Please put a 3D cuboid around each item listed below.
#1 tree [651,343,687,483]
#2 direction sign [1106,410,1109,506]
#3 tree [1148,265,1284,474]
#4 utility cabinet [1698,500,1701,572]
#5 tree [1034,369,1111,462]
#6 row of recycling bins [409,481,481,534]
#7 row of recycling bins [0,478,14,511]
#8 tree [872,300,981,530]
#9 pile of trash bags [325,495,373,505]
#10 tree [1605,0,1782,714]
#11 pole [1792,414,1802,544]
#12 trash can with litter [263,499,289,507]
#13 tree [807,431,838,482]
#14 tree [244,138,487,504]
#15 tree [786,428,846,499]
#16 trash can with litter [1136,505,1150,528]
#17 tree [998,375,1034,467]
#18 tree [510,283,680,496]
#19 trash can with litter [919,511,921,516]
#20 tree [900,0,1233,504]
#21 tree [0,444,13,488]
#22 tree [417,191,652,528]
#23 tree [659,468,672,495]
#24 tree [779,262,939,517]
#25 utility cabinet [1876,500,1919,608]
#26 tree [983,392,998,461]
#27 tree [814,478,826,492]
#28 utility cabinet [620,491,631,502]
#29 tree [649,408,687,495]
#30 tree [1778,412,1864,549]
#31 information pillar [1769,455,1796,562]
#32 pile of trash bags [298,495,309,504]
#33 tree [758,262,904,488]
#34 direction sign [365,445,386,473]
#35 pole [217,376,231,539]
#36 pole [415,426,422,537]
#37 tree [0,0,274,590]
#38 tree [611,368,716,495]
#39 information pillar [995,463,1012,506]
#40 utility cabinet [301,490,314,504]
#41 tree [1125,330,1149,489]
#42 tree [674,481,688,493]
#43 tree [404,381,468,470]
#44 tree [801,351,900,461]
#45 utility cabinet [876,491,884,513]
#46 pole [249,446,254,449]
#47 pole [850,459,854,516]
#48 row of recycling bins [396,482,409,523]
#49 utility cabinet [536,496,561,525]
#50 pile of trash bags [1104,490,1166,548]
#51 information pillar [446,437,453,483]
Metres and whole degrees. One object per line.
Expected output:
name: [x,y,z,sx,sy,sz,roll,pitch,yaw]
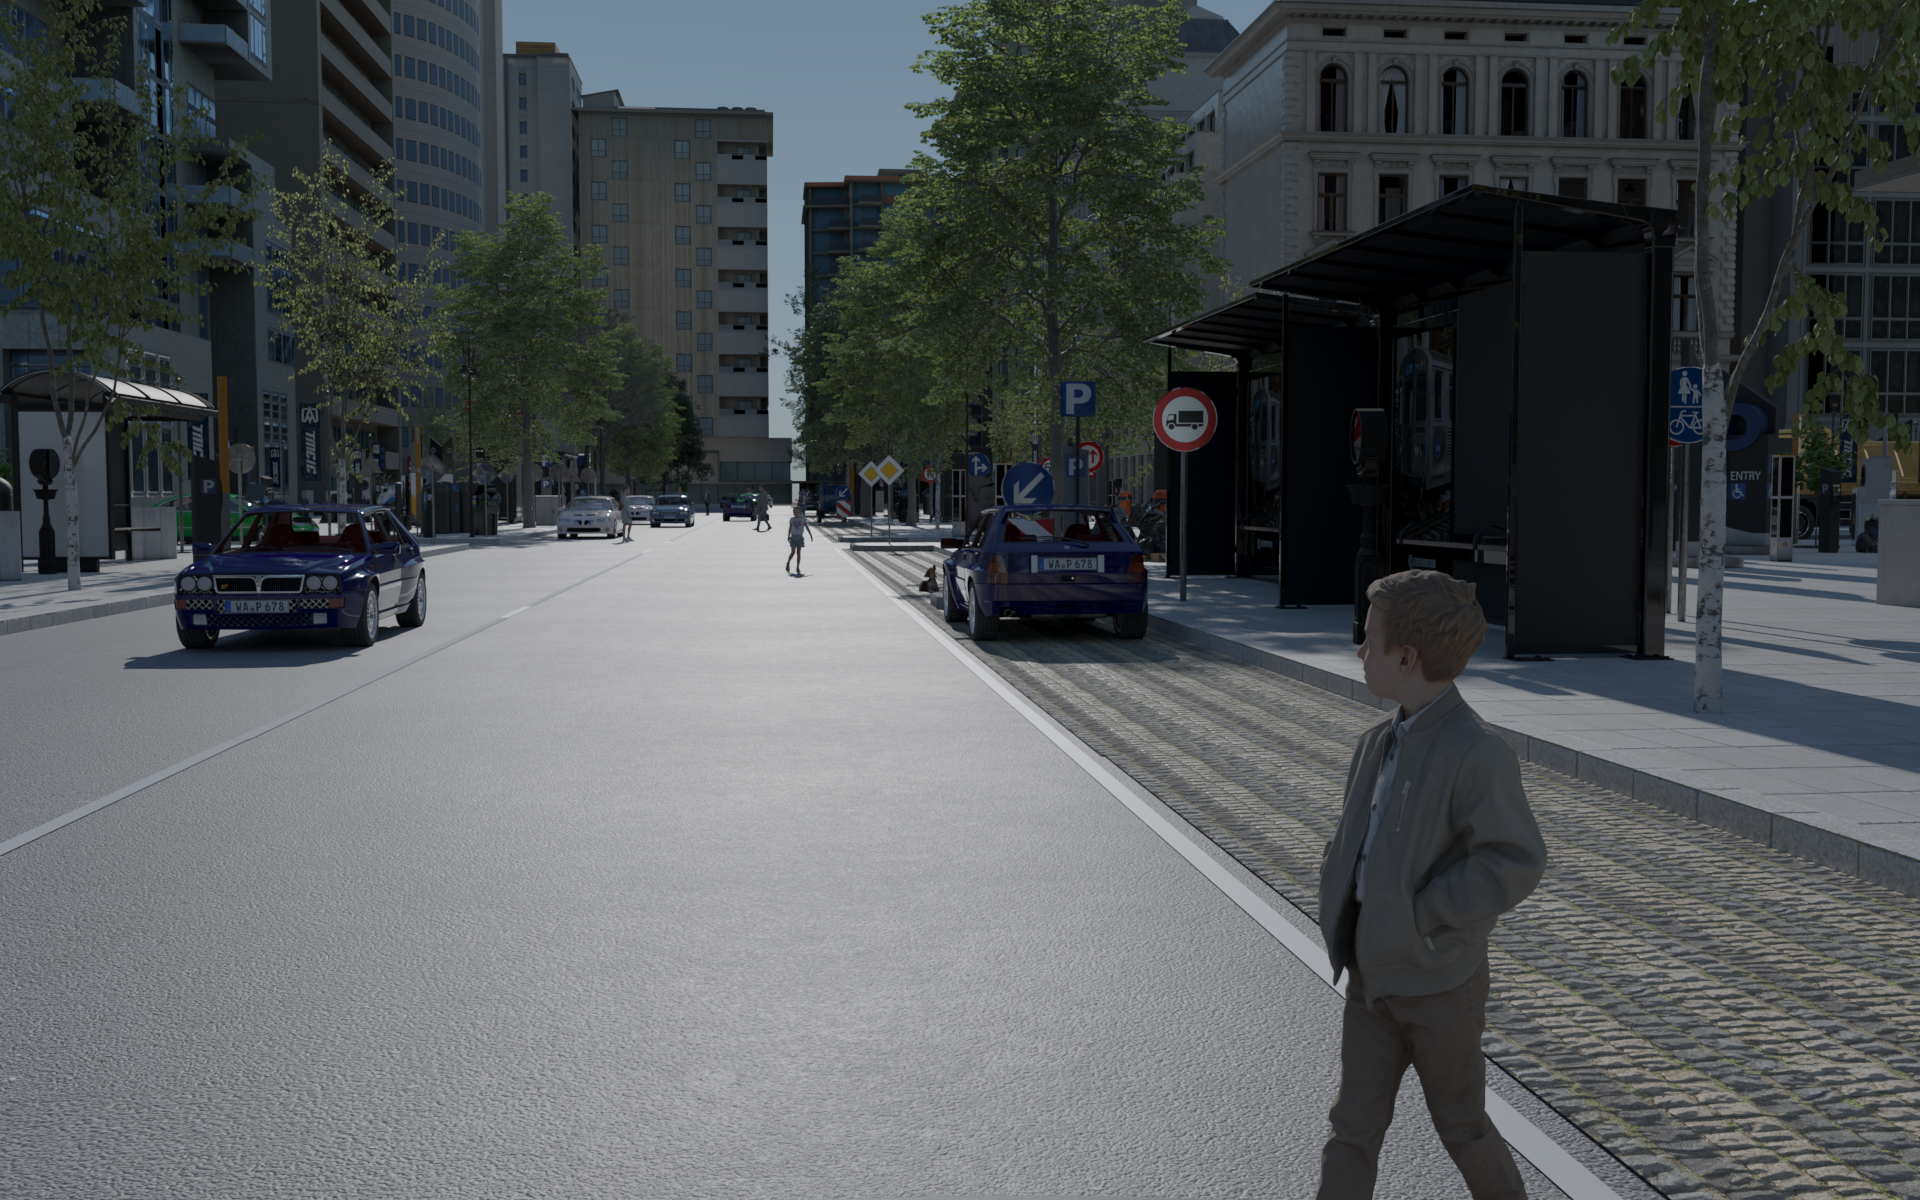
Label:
tree: [-22.424,-12.053,115.198,7.486,12.596,7.792,0,3,0]
direction sign: [3.786,-3.206,44.423,0.379,3.537,0.876,0,4,8]
tree: [8.927,-6.473,56.204,4.360,8.622,3.978,0,3,0]
utility cabinet: [12.153,-1.033,28.059,0.306,1.237,1.020,2,4,26]
tree: [6.600,-8.875,95.461,4.360,8.622,3.978,0,3,0]
row of recycling bins: [-16.623,-3.043,56.860,1.069,1.692,3.534,1,4,11]
row of recycling bins: [-22.175,-2.052,40.661,3.534,1.692,1.069,0,4,-5]
tree: [-0.901,-6.842,62.221,4.737,8.622,4.395,0,3,0]
pile of trash bags: [-26.710,-4.092,76.663,3.447,1.369,1.912,2,4,30]
tree: [4.581,-3.634,9.773,4.737,8.622,4.395,0,3,0]
pole: [21.365,-3.085,44.278,0.158,3.312,0.155,0,3,0]
trash can with litter: [-14.477,-1.541,36.586,0.624,1.170,1.055,0,4,-5]
tree: [-13.475,-13.823,176.373,4.360,8.622,3.978,0,3,0]
tree: [-13.032,-5.302,37.057,4.360,8.622,3.978,0,3,0]
tree: [-15.900,-15.879,194.027,8.767,10.594,7.601,1,4,22]
trash can with litter: [6.948,-3.140,62.721,1.055,1.170,0.624,-2,4,-27]
tree: [4.693,-9.350,103.233,4.360,8.622,3.978,0,3,0]
tree: [-21.094,-11.696,101.598,12.009,13.543,11.850,0,3,0]
trash can with litter: [-2.103,-6.342,114.745,2.233,1.210,1.678,-1,4,-18]
tree: [1.731,-7.168,35.329,7.486,12.596,7.792,0,3,0]
tree: [-31.683,-3.808,56.856,1.663,3.219,1.824,0,3,0]
tree: [-16.246,-8.972,64.821,7.486,12.596,7.792,0,3,0]
tree: [-28.085,-13.221,166.528,4.360,8.622,3.978,0,3,0]
tree: [-5.143,-11.547,95.445,9.857,13.997,8.962,0,3,0]
utility cabinet: [10.916,-0.521,19.677,0.306,1.237,1.020,-1,4,-13]
tree: [3.366,-10.306,118.862,4.360,8.622,3.978,0,3,0]
tree: [-16.158,-12.675,201.837,1.663,3.219,1.824,0,3,0]
utility cabinet: [-20.959,-6.104,108.485,0.318,1.500,1.173,0,4,6]
tree: [-25.127,-12.014,146.791,4.737,8.622,4.395,0,3,0]
tree: [20.282,-2.852,41.230,1.663,3.219,1.824,0,3,0]
information pillar: [15.604,-1.735,32.864,0.304,2.012,0.304,0,4,-2]
pile of trash bags: [-37.360,-5.324,96.793,1.912,1.369,3.447,-2,4,-26]
tree: [-9.957,-17.500,142.008,12.611,20.169,13.585,0,3,0]
direction sign: [-26.870,-5.364,79.704,0.876,3.537,0.379,-1,4,-20]
pole: [-12.793,-2.219,30.117,0.158,3.312,0.155,0,3,0]
pole: [-16.236,-3.552,51.919,0.158,3.312,0.155,0,3,0]
tree: [-11.628,-4.431,22.816,4.737,8.622,4.395,0,3,0]
tree: [-26.715,-14.612,155.921,9.611,12.733,9.660,0,3,0]
information pillar: [1.040,-2.245,41.197,0.304,2.012,0.304,2,4,33]
utility cabinet: [-37.802,-5.606,100.336,0.318,1.500,1.173,0,4,-2]
tree: [8.633,-7.536,73.568,4.360,8.622,3.978,0,3,0]
tree: [-31.366,-12.233,194.618,1.663,3.219,1.824,0,3,0]
tree: [-34.365,-10.016,114.120,4.737,8.622,4.395,0,3,0]
tree: [-6.572,-11.594,115.311,9.928,11.665,9.643,0,3,0]
utility cabinet: [-5.793,-6.698,118.193,1.173,1.500,0.318,0,4,1]
pole: [-30.300,-4.912,74.152,0.158,3.312,0.155,0,3,0]
pole: [-6.345,-6.615,101.994,0.158,3.312,0.155,0,3,0]
row of recycling bins: [-20.328,-3.365,62.130,1.069,1.692,3.534,-2,4,-26]
utility cabinet: [-16.948,-3.680,71.335,1.020,1.237,0.306,-1,4,-14]
pile of trash bags: [3.950,-1.683,37.273,1.912,1.369,3.447,1,4,22]
information pillar: [-21.111,-4.893,71.363,0.183,3.616,0.504,3,5,40]
